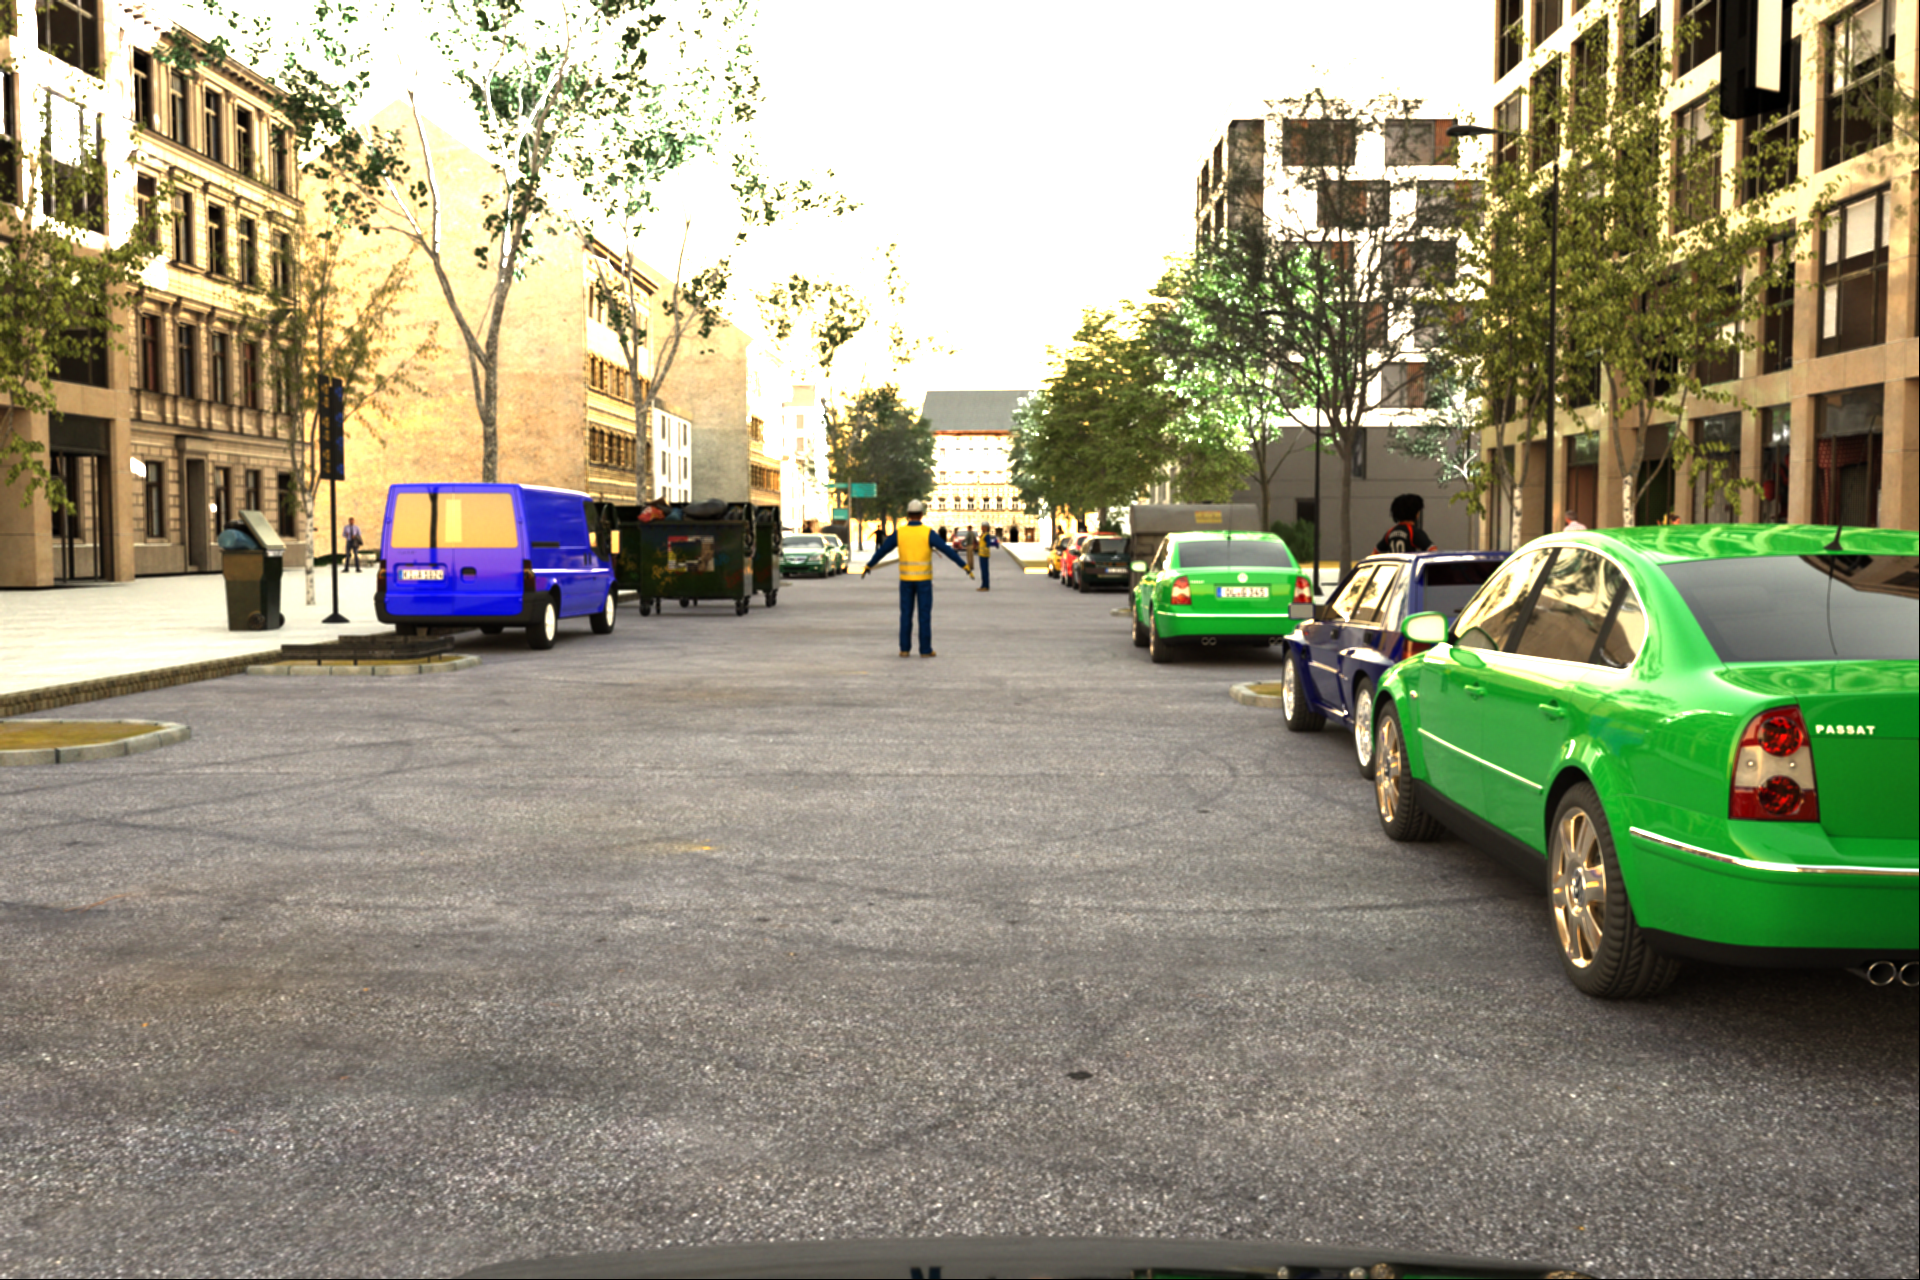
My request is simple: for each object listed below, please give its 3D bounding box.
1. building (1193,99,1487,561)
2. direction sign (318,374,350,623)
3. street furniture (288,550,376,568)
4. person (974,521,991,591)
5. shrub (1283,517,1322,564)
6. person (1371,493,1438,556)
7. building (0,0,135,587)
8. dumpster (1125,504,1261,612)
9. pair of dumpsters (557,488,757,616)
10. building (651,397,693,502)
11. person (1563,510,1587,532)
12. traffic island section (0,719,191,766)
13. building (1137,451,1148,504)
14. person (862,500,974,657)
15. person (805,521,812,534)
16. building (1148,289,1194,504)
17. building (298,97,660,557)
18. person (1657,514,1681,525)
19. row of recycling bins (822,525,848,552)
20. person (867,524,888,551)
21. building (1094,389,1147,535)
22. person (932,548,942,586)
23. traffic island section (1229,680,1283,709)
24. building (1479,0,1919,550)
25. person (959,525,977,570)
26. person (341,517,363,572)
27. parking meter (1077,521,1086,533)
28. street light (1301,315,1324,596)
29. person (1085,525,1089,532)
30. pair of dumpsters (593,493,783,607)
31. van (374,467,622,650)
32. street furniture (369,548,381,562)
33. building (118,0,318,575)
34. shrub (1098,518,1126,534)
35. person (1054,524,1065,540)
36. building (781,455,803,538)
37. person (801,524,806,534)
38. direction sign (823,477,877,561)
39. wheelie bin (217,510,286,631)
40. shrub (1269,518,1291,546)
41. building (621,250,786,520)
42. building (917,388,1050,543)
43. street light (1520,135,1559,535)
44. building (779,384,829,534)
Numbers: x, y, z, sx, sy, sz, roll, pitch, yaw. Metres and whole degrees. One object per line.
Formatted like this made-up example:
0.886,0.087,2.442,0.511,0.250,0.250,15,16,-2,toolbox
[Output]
26.918,-15.539,98.036,27.936,21.610,32.646,0,4,1,building
-9.054,-2.019,25.015,0.379,3.537,0.876,0,4,0,direction sign
-26.675,-3.361,70.586,5.734,0.657,10.072,-1,4,-23,street furniture
0.542,-2.125,43.669,0.721,1.772,1.216,-1,4,-13,person
14.789,-4.304,74.791,1.690,2.028,1.600,0,3,0,shrub
4.417,-0.515,17.018,0.704,1.843,1.345,-2,4,-31,person
-30.756,-13.623,25.937,19.351,26.588,34.151,0,4,2,building
3.330,-1.013,24.777,1.865,1.857,1.264,0,4,1,dumpster
-5.869,-1.568,30.595,4.436,2.255,1.574,0,4,1,pair of dumpsters
-23.105,-10.903,120.407,9.099,9.664,28.070,0,3,0,building
11.150,-1.502,31.542,0.756,1.711,0.436,-1,4,-14,person
-6.367,0.688,11.617,1.991,0.108,1.994,0,4,1,traffic island section
29.854,-22.111,192.435,19.493,23.208,18.063,0,4,1,building
-0.511,-0.723,20.242,1.349,1.833,0.705,1,4,11,person
-6.019,-3.869,69.490,0.704,1.802,1.346,0,4,-1,person
24.256,-16.263,132.350,16.747,18.905,31.486,0,4,1,building
-28.113,-16.256,96.717,19.493,23.208,18.063,0,4,1,building
15.768,-1.928,38.371,0.742,1.727,0.445,-3,4,-39,person
-5.564,-4.310,77.576,1.069,1.692,3.534,0,4,2,row of recycling bins
-4.482,-5.487,95.653,1.347,1.837,0.705,0,4,8,person
27.153,-24.021,223.677,19.493,23.208,18.063,0,4,1,building
-0.880,-2.206,47.792,0.599,1.433,0.991,3,5,44,person
3.377,0.482,14.987,1.991,0.108,1.994,0,4,1,traffic island section
26.850,-14.504,40.350,19.350,26.588,34.151,0,4,1,building
0.375,-3.692,69.096,0.705,1.796,1.348,2,4,30,person
-20.327,-3.179,57.887,0.709,1.838,0.599,-1,4,-20,person
5.200,-4.185,74.136,0.399,1.863,0.255,0,3,0,parking meter
7.958,-3.875,35.897,1.470,5.913,1.316,0,4,1,street light
7.494,-5.950,103.465,0.705,1.806,1.347,0,4,3,person
-5.762,-1.791,34.232,4.436,2.255,1.574,0,4,1,pair of dumpsters
-5.970,-1.146,23.124,2.240,2.365,5.245,0,4,1,van
-24.877,-4.611,82.241,11.010,1.723,9.812,0,4,-3,street furniture
-28.415,-11.605,53.365,10.561,19.211,19.286,0,4,1,building
6.468,-4.299,74.709,1.690,2.028,1.600,0,3,0,shrub
5.772,-5.786,100.368,0.705,1.858,1.354,-1,4,-17,person
-22.484,-15.653,198.080,9.099,9.664,28.070,0,4,0,building
-8.540,-5.389,94.252,0.704,1.812,1.346,-1,4,-16,person
-5.146,-5.680,81.623,2.525,3.948,1.411,0,4,2,direction sign
-9.480,-0.932,23.152,0.693,1.594,0.980,0,4,2,wheelie bin
14.743,-4.627,80.076,1.690,2.028,1.600,0,3,0,shrub
-25.323,-19.117,143.499,19.493,23.208,18.063,0,4,2,building
3.853,-26.150,260.940,18.063,23.208,19.493,0,4,7,building
7.297,-2.888,19.766,1.470,5.913,1.316,0,4,1,street light
-22.903,-22.208,219.525,16.016,20.090,11.380,0,4,2,building
